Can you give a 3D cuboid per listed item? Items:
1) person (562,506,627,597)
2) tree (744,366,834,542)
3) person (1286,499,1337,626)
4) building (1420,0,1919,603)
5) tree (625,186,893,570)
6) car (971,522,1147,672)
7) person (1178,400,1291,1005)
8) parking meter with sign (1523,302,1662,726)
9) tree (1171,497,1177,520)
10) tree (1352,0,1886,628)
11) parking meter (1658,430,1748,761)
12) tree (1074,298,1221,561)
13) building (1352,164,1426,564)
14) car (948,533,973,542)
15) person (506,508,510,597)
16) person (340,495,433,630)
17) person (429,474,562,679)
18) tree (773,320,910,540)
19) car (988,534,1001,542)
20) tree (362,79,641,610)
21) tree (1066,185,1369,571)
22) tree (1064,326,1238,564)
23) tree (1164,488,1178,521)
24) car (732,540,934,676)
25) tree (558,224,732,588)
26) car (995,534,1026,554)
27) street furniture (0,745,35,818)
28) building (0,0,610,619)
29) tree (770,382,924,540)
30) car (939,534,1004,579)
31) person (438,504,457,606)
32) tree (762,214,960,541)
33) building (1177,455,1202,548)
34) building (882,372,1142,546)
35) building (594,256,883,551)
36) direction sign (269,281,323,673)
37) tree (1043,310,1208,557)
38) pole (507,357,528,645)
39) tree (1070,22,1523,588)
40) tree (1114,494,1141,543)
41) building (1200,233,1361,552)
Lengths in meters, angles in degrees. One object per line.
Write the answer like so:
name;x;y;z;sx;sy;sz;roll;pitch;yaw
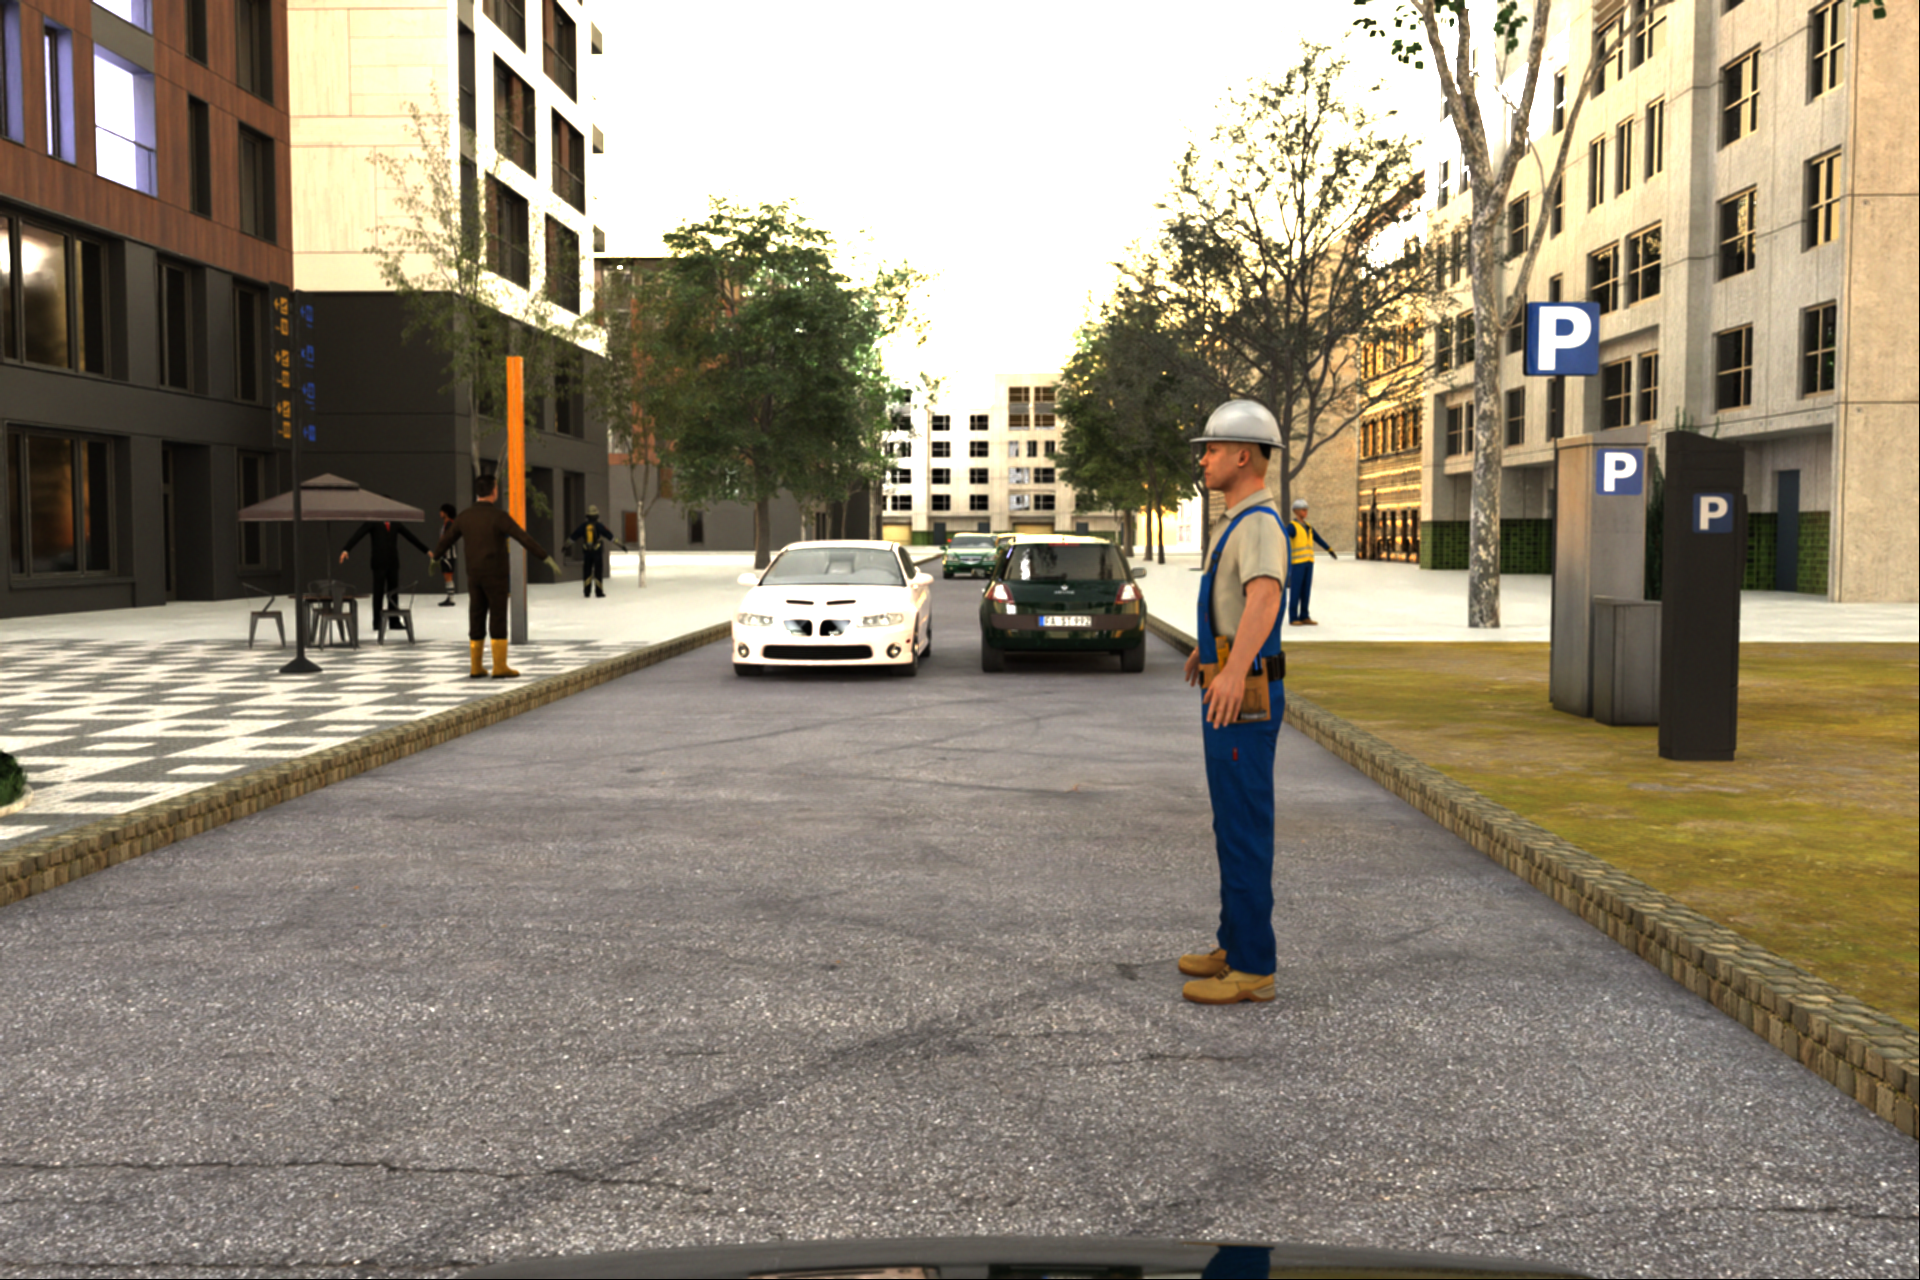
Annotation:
person;-7.457;-1.801;35.225;1.354;1.856;0.705;0;4;4
tree;-6.465;-7.540;73.645;4.360;8.622;3.978;0;3;0
person;4.849;-1.093;24.335;1.216;1.772;0.721;-3;4;-37
building;25.004;-11.061;47.312;16.747;18.905;31.486;0;4;1
tree;-7.242;-9.527;62.425;9.857;13.997;8.962;0;3;0
car;1.114;-0.586;19.363;2.009;1.686;4.222;0;4;2
person;0.850;0.177;5.421;0.705;1.847;1.347;0;4;5
parking meter with sign;4.529;-0.981;12.293;0.543;3.016;1.738;0;3;0
tree;25.526;-14.836;192.928;4.360;8.622;3.978;0;3;0
tree;6.771;-10.149;21.830;12.611;20.169;13.585;0;3;0
parking meter;4.230;-0.254;9.858;0.399;1.863;0.255;0;4;0
tree;9.165;-10.123;83.636;7.486;12.596;7.792;0;3;0
building;28.933;-15.063;77.214;19.493;23.208;18.063;0;4;2
car;0.347;-5.789;103.688;2.155;1.783;4.494;0;4;2
person;-9.122;-1.791;35.253;0.705;1.833;1.349;1;4;11
person;-7.672;-1.038;23.159;1.347;1.806;0.705;-3;5;-44
person;-4.193;-0.569;15.443;1.346;1.812;0.704;1;4;18
tree;-6.327;-9.697;84.297;9.928;11.665;9.643;0;3;0
car;1.681;-5.133;95.729;2.131;1.459;4.920;0;4;1
tree;-8.260;-4.810;29.014;4.360;8.622;3.978;0;3;0
tree;8.631;-9.208;60.919;12.009;13.543;11.850;0;3;0
tree;8.619;-8.514;73.611;8.767;10.594;7.601;0;4;5
tree;25.562;-15.187;198.670;4.360;8.622;3.978;0;3;0
car;-1.304;-0.404;18.967;2.083;1.381;4.827;0;4;2
tree;-7.694;-5.581;41.606;4.360;8.622;3.978;0;3;0
car;2.044;-3.475;67.040;2.015;1.641;3.980;0;4;0
street furniture;-7.612;0.674;4.612;5.734;0.657;10.072;1;4;16
building;-24.675;-11.653;34.500;27.936;21.610;32.646;0;4;2
tree;-6.376;-9.771;94.168;8.767;10.594;7.601;-1;4;-11
car;0.412;-2.747;56.710;2.131;1.459;4.920;0;4;2
person;-9.169;-1.514;30.906;0.704;1.843;1.345;-1;4;-19
tree;-6.254;-15.273;105.601;12.611;20.169;13.585;0;3;0
building;25.150;-12.946;153.810;9.099;9.664;28.070;0;4;1
building;4.670;-20.060;196.890;31.486;18.905;16.747;0;4;7
building;-21.275;-18.355;144.086;27.936;21.610;32.646;0;4;1
direction sign;-6.138;-1.469;16.022;0.379;3.537;0.876;0;4;3
tree;9.236;-11.530;95.164;9.857;13.997;8.962;0;3;0
pole;-5.121;-1.601;20.027;0.158;3.312;0.155;0;3;0
tree;7.883;-7.998;41.133;12.009;13.543;11.850;0;3;0
tree;9.771;-9.482;105.388;4.737;8.622;4.395;0;3;0
building;28.562;-18.301;130.152;19.493;23.208;18.063;0;4;1
